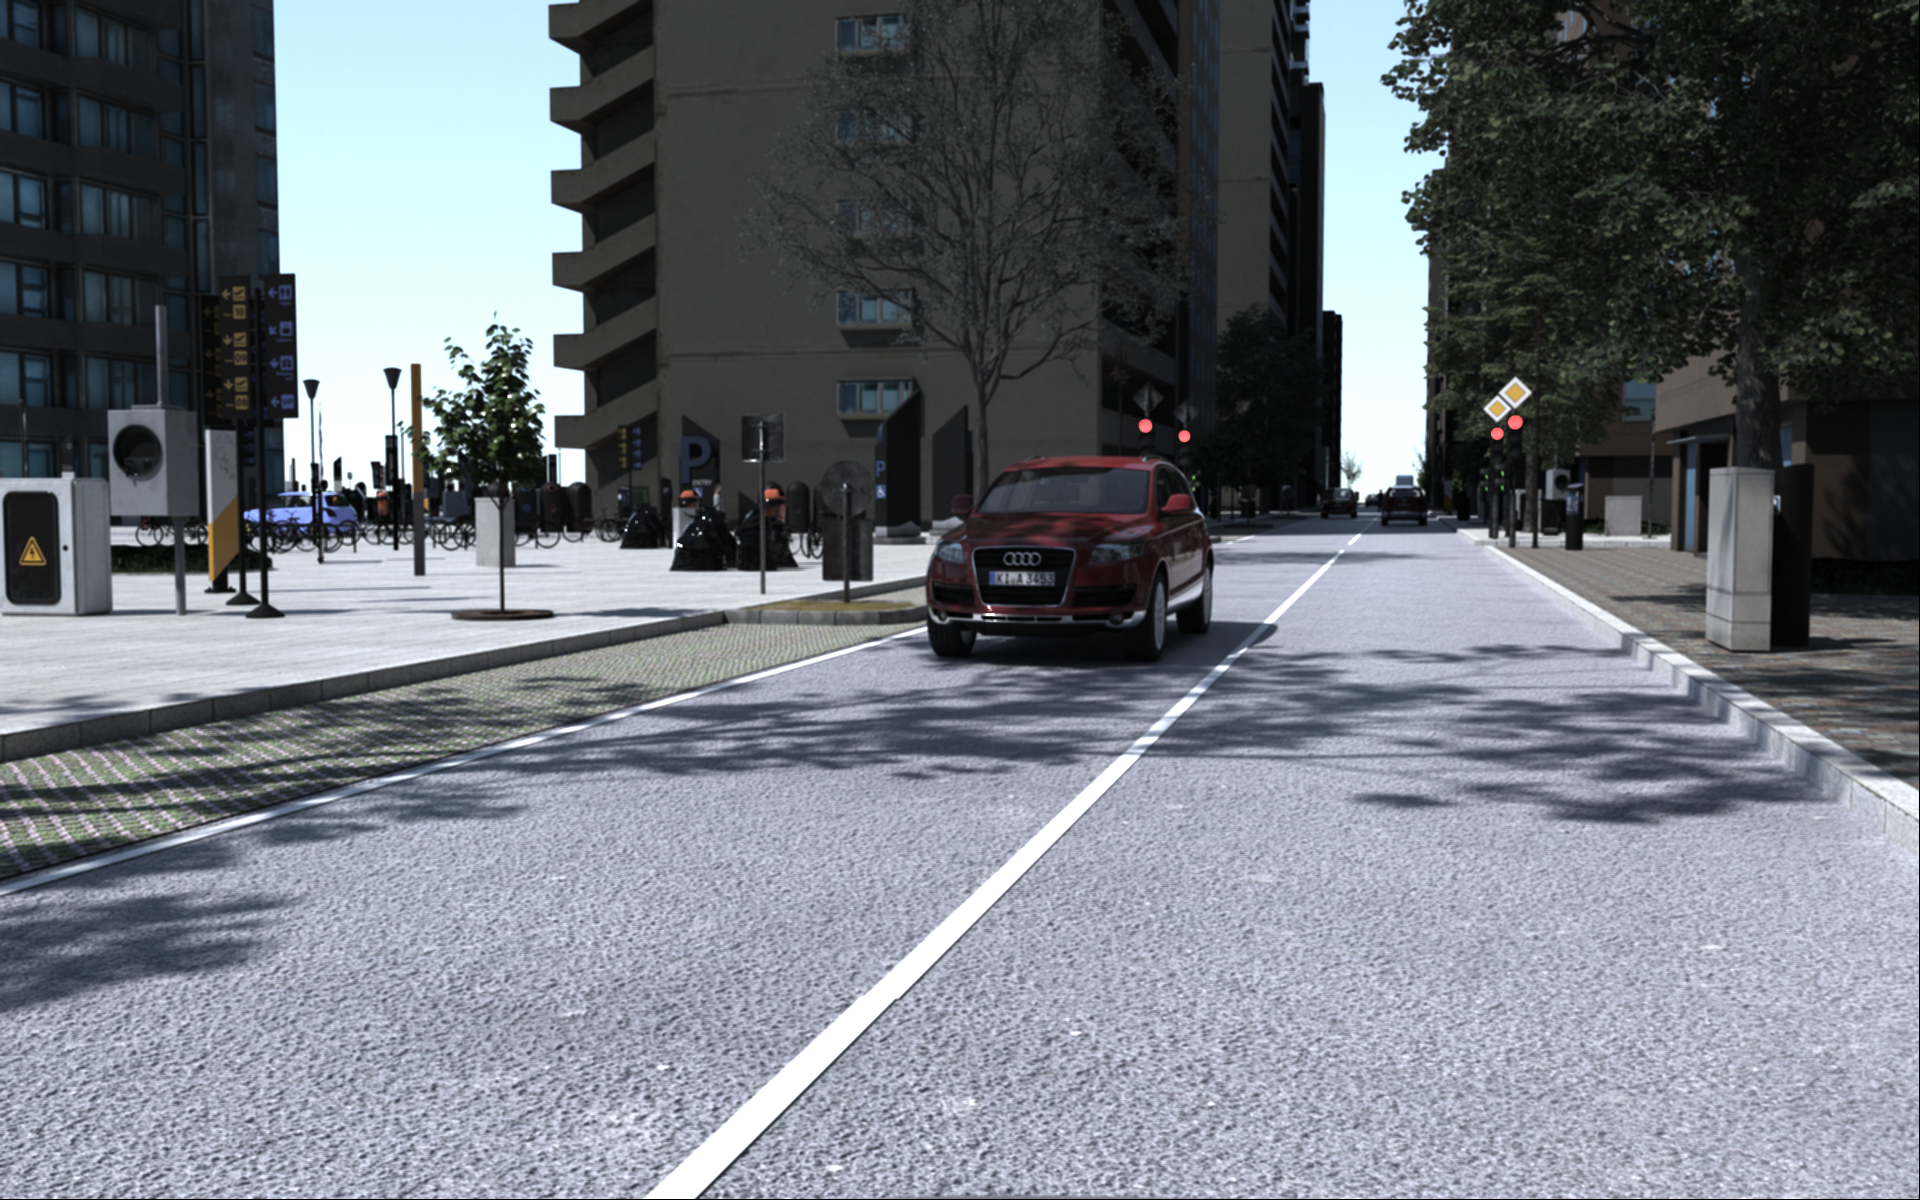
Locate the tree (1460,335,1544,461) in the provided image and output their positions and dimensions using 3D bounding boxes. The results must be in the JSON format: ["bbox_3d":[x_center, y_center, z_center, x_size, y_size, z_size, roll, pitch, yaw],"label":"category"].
[{"bbox_3d":[25.231,-8.004,81.233,4.737,8.622,4.395,0,3,0],"label":"tree"}]

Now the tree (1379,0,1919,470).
[{"bbox_3d":[8.987,-6.873,19.023,9.857,13.997,8.962,0,3,0],"label":"tree"}]

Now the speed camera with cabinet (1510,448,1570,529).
[{"bbox_3d":[21.225,-4.222,63.361,2.038,3.252,0.660,0,4,-7],"label":"speed camera with cabinet"}]

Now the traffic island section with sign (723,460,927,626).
[{"bbox_3d":[-1.416,-0.678,19.715,1.989,1.847,2.006,1,4,14],"label":"traffic island section with sign"}]

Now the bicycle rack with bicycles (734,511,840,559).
[{"bbox_3d":[-3.214,-1.372,35.818,2.852,0.926,2.925,2,4,28],"label":"bicycle rack with bicycles"}]

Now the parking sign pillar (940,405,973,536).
[{"bbox_3d":[-0.221,-3.955,53.141,1.447,3.967,1.447,3,4,39],"label":"parking sign pillar"}]

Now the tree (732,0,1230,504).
[{"bbox_3d":[0.502,-7.695,36.176,12.009,13.543,11.850,0,3,0],"label":"tree"}]

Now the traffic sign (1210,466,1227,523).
[{"bbox_3d":[11.549,-4.727,77.387,0.768,2.556,0.104,1,4,20],"label":"traffic sign"}]

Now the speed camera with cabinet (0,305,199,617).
[{"bbox_3d":[-9.103,-1.461,18.227,2.038,3.252,0.660,1,4,11],"label":"speed camera with cabinet"}]

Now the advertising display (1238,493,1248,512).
[{"bbox_3d":[20.133,-7.183,122.654,0.974,1.923,0.123,3,4,39],"label":"advertising display"}]

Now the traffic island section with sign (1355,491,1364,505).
[{"bbox_3d":[58.402,-15.037,254.489,1.989,1.847,2.006,1,4,14],"label":"traffic island section with sign"}]

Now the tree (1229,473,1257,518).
[{"bbox_3d":[15.525,-6.138,94.959,1.663,3.219,1.824,0,3,0],"label":"tree"}]

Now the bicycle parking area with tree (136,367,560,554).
[{"bbox_3d":[-14.689,-3.324,41.356,9.016,4.147,8.231,-2,4,-27],"label":"bicycle parking area with tree"}]

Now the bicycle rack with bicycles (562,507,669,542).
[{"bbox_3d":[-9.004,-2.054,46.958,2.925,0.926,2.852,0,4,7],"label":"bicycle rack with bicycles"}]

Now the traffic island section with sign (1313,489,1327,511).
[{"bbox_3d":[31.084,-8.477,147.227,1.989,1.847,2.006,1,4,14],"label":"traffic island section with sign"}]

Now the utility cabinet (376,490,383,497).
[{"bbox_3d":[-33.311,-5.549,99.403,0.318,1.500,1.173,-1,4,-22],"label":"utility cabinet"}]

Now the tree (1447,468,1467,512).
[{"bbox_3d":[35.034,-7.858,123.078,1.663,3.219,1.824,0,3,0],"label":"tree"}]

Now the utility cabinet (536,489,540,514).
[{"bbox_3d":[-18.798,-4.247,78.114,1.173,1.500,0.318,0,4,7],"label":"utility cabinet"}]

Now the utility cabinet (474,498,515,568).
[{"bbox_3d":[-8.206,-1.189,30.596,0.306,1.237,1.020,-3,5,-40],"label":"utility cabinet"}]

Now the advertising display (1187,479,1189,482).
[{"bbox_3d":[8.613,-3.730,66.196,0.123,1.923,0.974,1,4,20],"label":"advertising display"}]

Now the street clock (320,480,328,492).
[{"bbox_3d":[-32.436,-5.125,88.362,0.358,2.002,0.471,0,4,4],"label":"street clock"}]

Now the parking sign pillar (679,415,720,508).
[{"bbox_3d":[-8.790,-4.282,58.487,1.447,3.967,1.447,1,4,13],"label":"parking sign pillar"}]

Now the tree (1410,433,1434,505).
[{"bbox_3d":[55.017,-15.430,202.640,4.360,8.622,3.978,0,3,0],"label":"tree"}]

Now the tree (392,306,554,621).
[{"bbox_3d":[-4.743,-1.434,18.049,1.663,3.219,1.824,0,3,0],"label":"tree"}]

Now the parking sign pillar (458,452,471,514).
[{"bbox_3d":[-29.826,-7.133,105.103,1.447,3.967,1.447,2,4,29],"label":"parking sign pillar"}]

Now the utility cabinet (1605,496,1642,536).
[{"bbox_3d":[20.188,-2.541,52.709,1.020,1.237,0.306,1,4,9],"label":"utility cabinet"}]

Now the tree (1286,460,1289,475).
[{"bbox_3d":[18.313,-7.449,105.497,4.285,4.588,4.351,0,3,0],"label":"tree"}]

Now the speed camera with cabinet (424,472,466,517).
[{"bbox_3d":[-28.484,-6.185,95.455,2.038,3.252,0.660,-3,4,-37],"label":"speed camera with cabinet"}]

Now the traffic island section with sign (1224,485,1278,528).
[{"bbox_3d":[12.270,-3.963,73.420,1.989,1.847,2.006,1,4,14],"label":"traffic island section with sign"}]

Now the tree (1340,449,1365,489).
[{"bbox_3d":[62.919,-20.103,279.046,4.360,8.622,3.978,0,3,0],"label":"tree"}]

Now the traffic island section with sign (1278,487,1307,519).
[{"bbox_3d":[18.973,-5.569,99.689,1.989,1.847,2.006,1,4,14],"label":"traffic island section with sign"}]

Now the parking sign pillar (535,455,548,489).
[{"bbox_3d":[-28.925,-7.961,118.634,1.447,3.967,1.447,-3,5,-43],"label":"parking sign pillar"}]

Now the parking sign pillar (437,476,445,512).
[{"bbox_3d":[-37.144,-8.286,123.952,1.447,3.967,1.447,-1,4,-20],"label":"parking sign pillar"}]

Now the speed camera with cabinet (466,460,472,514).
[{"bbox_3d":[-28.211,-6.356,98.258,0.660,3.252,2.038,-3,4,-36],"label":"speed camera with cabinet"}]

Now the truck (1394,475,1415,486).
[{"bbox_3d":[60.728,-15.109,236.795,2.967,4.110,18.799,1,4,15],"label":"truck"}]

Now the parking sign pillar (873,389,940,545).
[{"bbox_3d":[-1.587,-3.411,44.239,1.447,3.967,1.447,3,5,40],"label":"parking sign pillar"}]

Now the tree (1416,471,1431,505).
[{"bbox_3d":[57.054,-13.875,210.571,4.285,4.588,4.351,0,3,0],"label":"tree"}]

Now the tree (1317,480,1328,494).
[{"bbox_3d":[41.348,-12.563,200.008,1.663,3.219,1.824,0,3,0],"label":"tree"}]

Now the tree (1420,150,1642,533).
[{"bbox_3d":[19.081,-8.528,57.568,7.486,12.596,7.792,0,3,0],"label":"tree"}]

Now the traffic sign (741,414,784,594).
[{"bbox_3d":[-2.521,-1.223,22.126,0.606,2.300,0.079,1,4,20],"label":"traffic sign"}]

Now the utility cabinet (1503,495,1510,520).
[{"bbox_3d":[26.747,-4.480,84.404,0.306,1.237,1.020,0,4,3],"label":"utility cabinet"}]

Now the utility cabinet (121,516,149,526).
[{"bbox_3d":[-33.067,-3.564,69.436,1.020,1.237,0.306,0,4,6],"label":"utility cabinet"}]

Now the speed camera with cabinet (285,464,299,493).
[{"bbox_3d":[-43.486,-7.347,114.451,2.038,3.252,0.660,1,4,10],"label":"speed camera with cabinet"}]

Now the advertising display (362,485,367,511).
[{"bbox_3d":[-44.245,-7.521,128.187,0.123,1.923,0.974,1,4,13],"label":"advertising display"}]

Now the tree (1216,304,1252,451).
[{"bbox_3d":[20.199,-12.719,114.610,9.857,13.997,8.962,0,3,0],"label":"tree"}]

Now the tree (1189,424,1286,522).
[{"bbox_3d":[12.120,-5.952,81.036,4.285,4.588,4.351,0,3,0],"label":"tree"}]

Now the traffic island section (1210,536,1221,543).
[{"bbox_3d":[6.650,-1.781,51.392,2.009,0.180,2.903,1,4,14],"label":"traffic island section"}]

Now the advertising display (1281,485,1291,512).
[{"bbox_3d":[23.454,-7.297,124.527,0.974,1.923,0.123,-3,5,-41],"label":"advertising display"}]

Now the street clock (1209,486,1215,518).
[{"bbox_3d":[13.276,-5.294,91.132,0.471,2.002,0.358,3,4,38],"label":"street clock"}]

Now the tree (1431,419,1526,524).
[{"bbox_3d":[22.506,-5.509,73.788,4.285,4.588,4.351,0,3,0],"label":"tree"}]

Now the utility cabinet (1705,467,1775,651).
[{"bbox_3d":[6.516,-0.354,14.465,0.318,1.500,1.173,1,4,14],"label":"utility cabinet"}]

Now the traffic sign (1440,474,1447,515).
[{"bbox_3d":[30.305,-6.597,107.970,0.768,2.556,0.104,1,4,16],"label":"traffic sign"}]
